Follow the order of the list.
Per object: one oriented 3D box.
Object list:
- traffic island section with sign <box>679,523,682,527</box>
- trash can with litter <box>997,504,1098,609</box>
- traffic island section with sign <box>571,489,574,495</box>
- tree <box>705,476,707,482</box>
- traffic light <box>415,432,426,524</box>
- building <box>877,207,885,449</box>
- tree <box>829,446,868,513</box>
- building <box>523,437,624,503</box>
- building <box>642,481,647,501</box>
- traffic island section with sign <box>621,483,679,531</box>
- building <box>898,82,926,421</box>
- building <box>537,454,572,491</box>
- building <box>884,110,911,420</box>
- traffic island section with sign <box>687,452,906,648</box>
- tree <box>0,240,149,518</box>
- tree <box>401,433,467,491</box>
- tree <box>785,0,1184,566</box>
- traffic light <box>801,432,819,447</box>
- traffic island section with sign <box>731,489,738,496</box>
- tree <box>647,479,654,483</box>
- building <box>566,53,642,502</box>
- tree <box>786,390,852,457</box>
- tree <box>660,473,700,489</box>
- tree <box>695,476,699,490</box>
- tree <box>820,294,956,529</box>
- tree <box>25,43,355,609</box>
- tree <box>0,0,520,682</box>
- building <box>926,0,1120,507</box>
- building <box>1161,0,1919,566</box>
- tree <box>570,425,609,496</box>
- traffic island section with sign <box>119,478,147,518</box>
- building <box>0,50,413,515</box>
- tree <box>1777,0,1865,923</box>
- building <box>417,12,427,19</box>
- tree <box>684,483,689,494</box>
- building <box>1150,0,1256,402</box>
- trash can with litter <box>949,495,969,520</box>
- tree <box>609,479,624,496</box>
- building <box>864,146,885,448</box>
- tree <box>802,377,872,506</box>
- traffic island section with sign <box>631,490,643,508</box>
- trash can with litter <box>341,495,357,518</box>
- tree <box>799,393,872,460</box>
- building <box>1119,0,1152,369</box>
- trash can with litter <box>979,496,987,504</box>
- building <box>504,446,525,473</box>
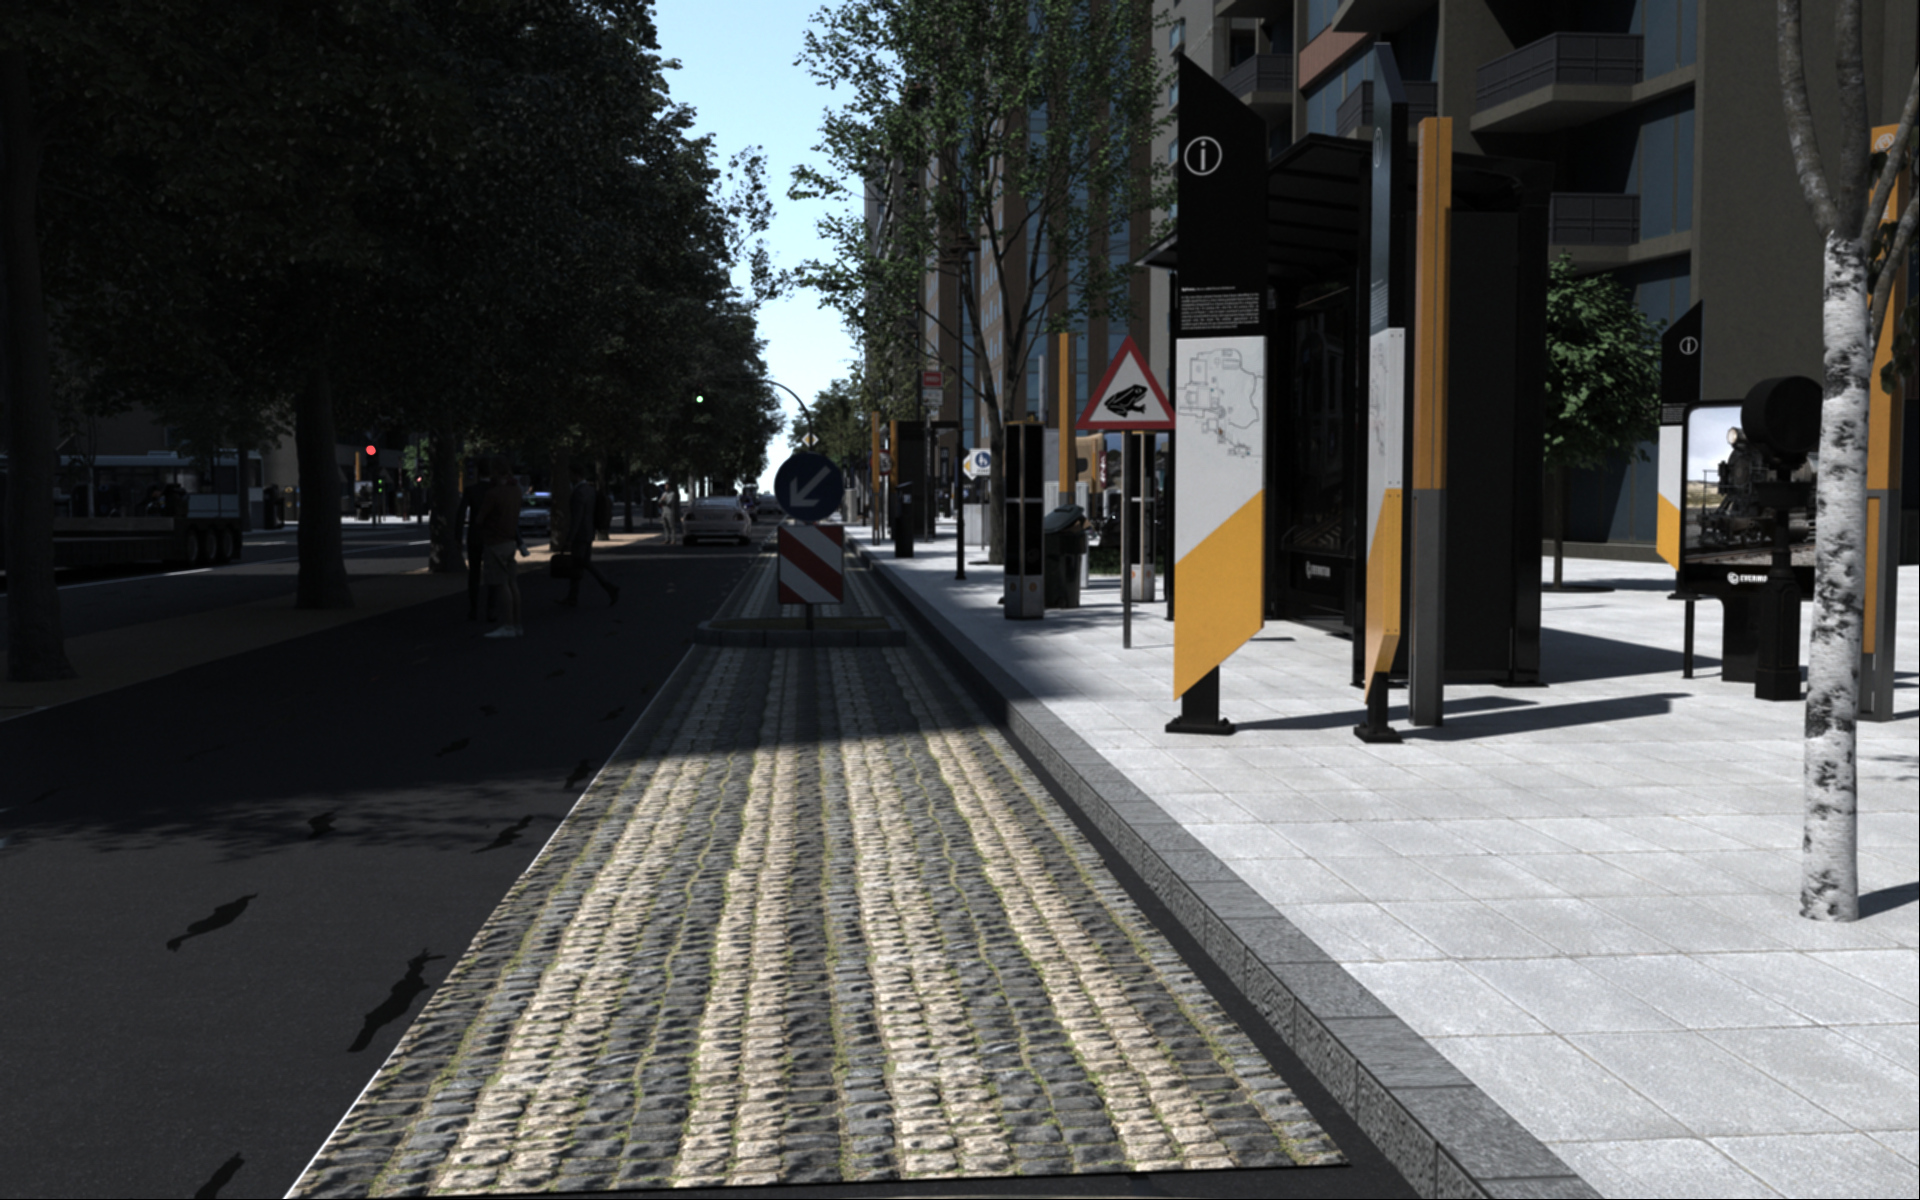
[{"bbox_3d":[-12.963,-4.151,76.007,2.006,1.907,1.989,0,4,-5],"label":"traffic island section with sign"},{"bbox_3d":[0.972,-0.484,19.297,1.055,1.170,0.624,-3,5,-40],"label":"trash can with litter"},{"bbox_3d":[-27.952,-7.092,124.580,1.989,1.847,2.006,0,4,-5],"label":"traffic island section with sign"},{"bbox_3d":[-45.667,-22.995,294.090,7.486,12.596,7.792,0,3,0],"label":"tree"},{"bbox_3d":[-21.423,-6.167,75.499,4.771,5.953,1.251,0,4,-5],"label":"traffic light"},{"bbox_3d":[-1.352,-39.656,267.984,23.786,49.044,30.456,0,4,-5],"label":"building"},{"bbox_3d":[-7.612,-8.322,119.777,4.285,4.588,4.351,0,3,0],"label":"tree"},{"bbox_3d":[-60.681,-36.648,253.822,22.147,44.769,28.867,0,4,-5],"label":"building"},{"bbox_3d":[-61.154,-37.497,296.677,14.154,41.232,14.086,0,4,-5],"label":"building"},{"bbox_3d":[-12.312,-3.700,68.629,2.006,1.907,1.989,0,4,-5],"label":"traffic island section with sign"},{"bbox_3d":[4.767,-32.376,183.975,22.147,44.769,28.867,0,4,-5],"label":"building"},{"bbox_3d":[-52.469,-31.493,198.512,14.154,41.232,14.086,0,4,-5],"label":"building"},{"bbox_3d":[2.068,-35.792,208.906,21.300,48.544,21.600,0,4,-5],"label":"building"},{"bbox_3d":[-1.582,-0.512,16.997,1.989,1.847,2.006,0,4,-5],"label":"traffic island section with sign"},{"bbox_3d":[-24.646,-5.995,48.377,4.360,8.622,3.978,0,3,0],"label":"tree"},{"bbox_3d":[-26.839,-6.382,88.059,4.285,4.588,4.351,0,3,0],"label":"tree"},{"bbox_3d":[0.733,-6.453,31.260,9.928,11.665,9.643,0,3,0],"label":"tree"},{"bbox_3d":[-6.656,-5.375,76.797,0.839,4.253,0.868,0,4,-5],"label":"traffic light"},{"bbox_3d":[-19.675,-8.729,150.847,2.006,1.907,1.989,0,4,-5],"label":"traffic island section with sign"},{"bbox_3d":[-38.164,-13.329,212.522,1.663,3.219,1.824,0,3,0],"label":"tree"},{"bbox_3d":[-62.202,-51.349,277.810,20.563,71.187,20.611,0,4,-5],"label":"building"},{"bbox_3d":[-16.826,-18.797,213.992,9.857,13.997,8.962,0,3,0],"label":"tree"},{"bbox_3d":[-43.710,-21.126,263.542,7.486,12.596,7.792,0,3,0],"label":"tree"},{"bbox_3d":[-46.266,-21.578,303.162,4.737,8.622,4.395,0,3,0],"label":"tree"},{"bbox_3d":[-2.593,-6.936,63.758,4.737,8.622,4.395,0,3,0],"label":"tree"},{"bbox_3d":[-7.939,-6.854,21.179,9.857,13.997,8.962,0,3,0],"label":"tree"},{"bbox_3d":[-6.945,-5.623,12.521,7.486,12.596,7.792,0,3,0],"label":"tree"},{"bbox_3d":[4.548,-30.255,144.783,14.600,45.320,14.200,0,4,-5],"label":"building"},{"bbox_3d":[18.718,-23.800,43.757,22.147,44.769,28.867,0,4,-5],"label":"building"},{"bbox_3d":[-33.670,-15.188,165.338,9.611,12.733,9.660,0,3,0],"label":"tree"},{"bbox_3d":[-20.621,-2.092,42.832,1.989,1.847,2.006,0,4,-5],"label":"traffic island section with sign"},{"bbox_3d":[-47.270,-29.509,106.179,21.300,48.544,21.600,0,4,-5],"label":"building"},{"bbox_3d":[2.857,-3.336,4.907,4.360,8.622,3.978,0,3,0],"label":"tree"},{"bbox_3d":[-44.403,-27.583,134.581,14.154,41.232,14.086,0,4,-5],"label":"building"},{"bbox_3d":[-44.569,-17.623,282.730,1.663,3.219,1.824,0,3,0],"label":"tree"},{"bbox_3d":[21.854,-28.892,96.080,21.600,48.544,21.300,0,4,-5],"label":"building"},{"bbox_3d":[0.562,-4.648,87.054,2.233,1.210,1.678,0,4,-3],"label":"trash can with litter"},{"bbox_3d":[-35.926,-11.476,182.230,1.663,3.219,1.824,0,3,0],"label":"tree"},{"bbox_3d":[-5.865,-46.163,296.767,21.231,58.520,28.212,0,4,-5],"label":"building"},{"bbox_3d":[-11.437,-15.317,168.566,7.486,12.596,7.792,0,3,0],"label":"tree"},{"bbox_3d":[-32.475,-10.180,175.072,1.989,1.847,2.006,0,4,-5],"label":"traffic island section with sign"},{"bbox_3d":[-33.146,-5.102,94.483,2.233,1.210,1.678,0,4,1],"label":"trash can with litter"},{"bbox_3d":[-11.361,-13.705,158.487,7.601,10.594,8.767,0,4,6],"label":"tree"},{"bbox_3d":[8.960,-28.505,116.171,14.600,45.320,14.200,0,4,-5],"label":"building"},{"bbox_3d":[1.413,-4.391,83.173,1.055,1.170,0.624,0,4,6],"label":"trash can with litter"},{"bbox_3d":[-47.652,-28.876,155.716,14.154,41.232,14.086,0,4,-5],"label":"building"}]
